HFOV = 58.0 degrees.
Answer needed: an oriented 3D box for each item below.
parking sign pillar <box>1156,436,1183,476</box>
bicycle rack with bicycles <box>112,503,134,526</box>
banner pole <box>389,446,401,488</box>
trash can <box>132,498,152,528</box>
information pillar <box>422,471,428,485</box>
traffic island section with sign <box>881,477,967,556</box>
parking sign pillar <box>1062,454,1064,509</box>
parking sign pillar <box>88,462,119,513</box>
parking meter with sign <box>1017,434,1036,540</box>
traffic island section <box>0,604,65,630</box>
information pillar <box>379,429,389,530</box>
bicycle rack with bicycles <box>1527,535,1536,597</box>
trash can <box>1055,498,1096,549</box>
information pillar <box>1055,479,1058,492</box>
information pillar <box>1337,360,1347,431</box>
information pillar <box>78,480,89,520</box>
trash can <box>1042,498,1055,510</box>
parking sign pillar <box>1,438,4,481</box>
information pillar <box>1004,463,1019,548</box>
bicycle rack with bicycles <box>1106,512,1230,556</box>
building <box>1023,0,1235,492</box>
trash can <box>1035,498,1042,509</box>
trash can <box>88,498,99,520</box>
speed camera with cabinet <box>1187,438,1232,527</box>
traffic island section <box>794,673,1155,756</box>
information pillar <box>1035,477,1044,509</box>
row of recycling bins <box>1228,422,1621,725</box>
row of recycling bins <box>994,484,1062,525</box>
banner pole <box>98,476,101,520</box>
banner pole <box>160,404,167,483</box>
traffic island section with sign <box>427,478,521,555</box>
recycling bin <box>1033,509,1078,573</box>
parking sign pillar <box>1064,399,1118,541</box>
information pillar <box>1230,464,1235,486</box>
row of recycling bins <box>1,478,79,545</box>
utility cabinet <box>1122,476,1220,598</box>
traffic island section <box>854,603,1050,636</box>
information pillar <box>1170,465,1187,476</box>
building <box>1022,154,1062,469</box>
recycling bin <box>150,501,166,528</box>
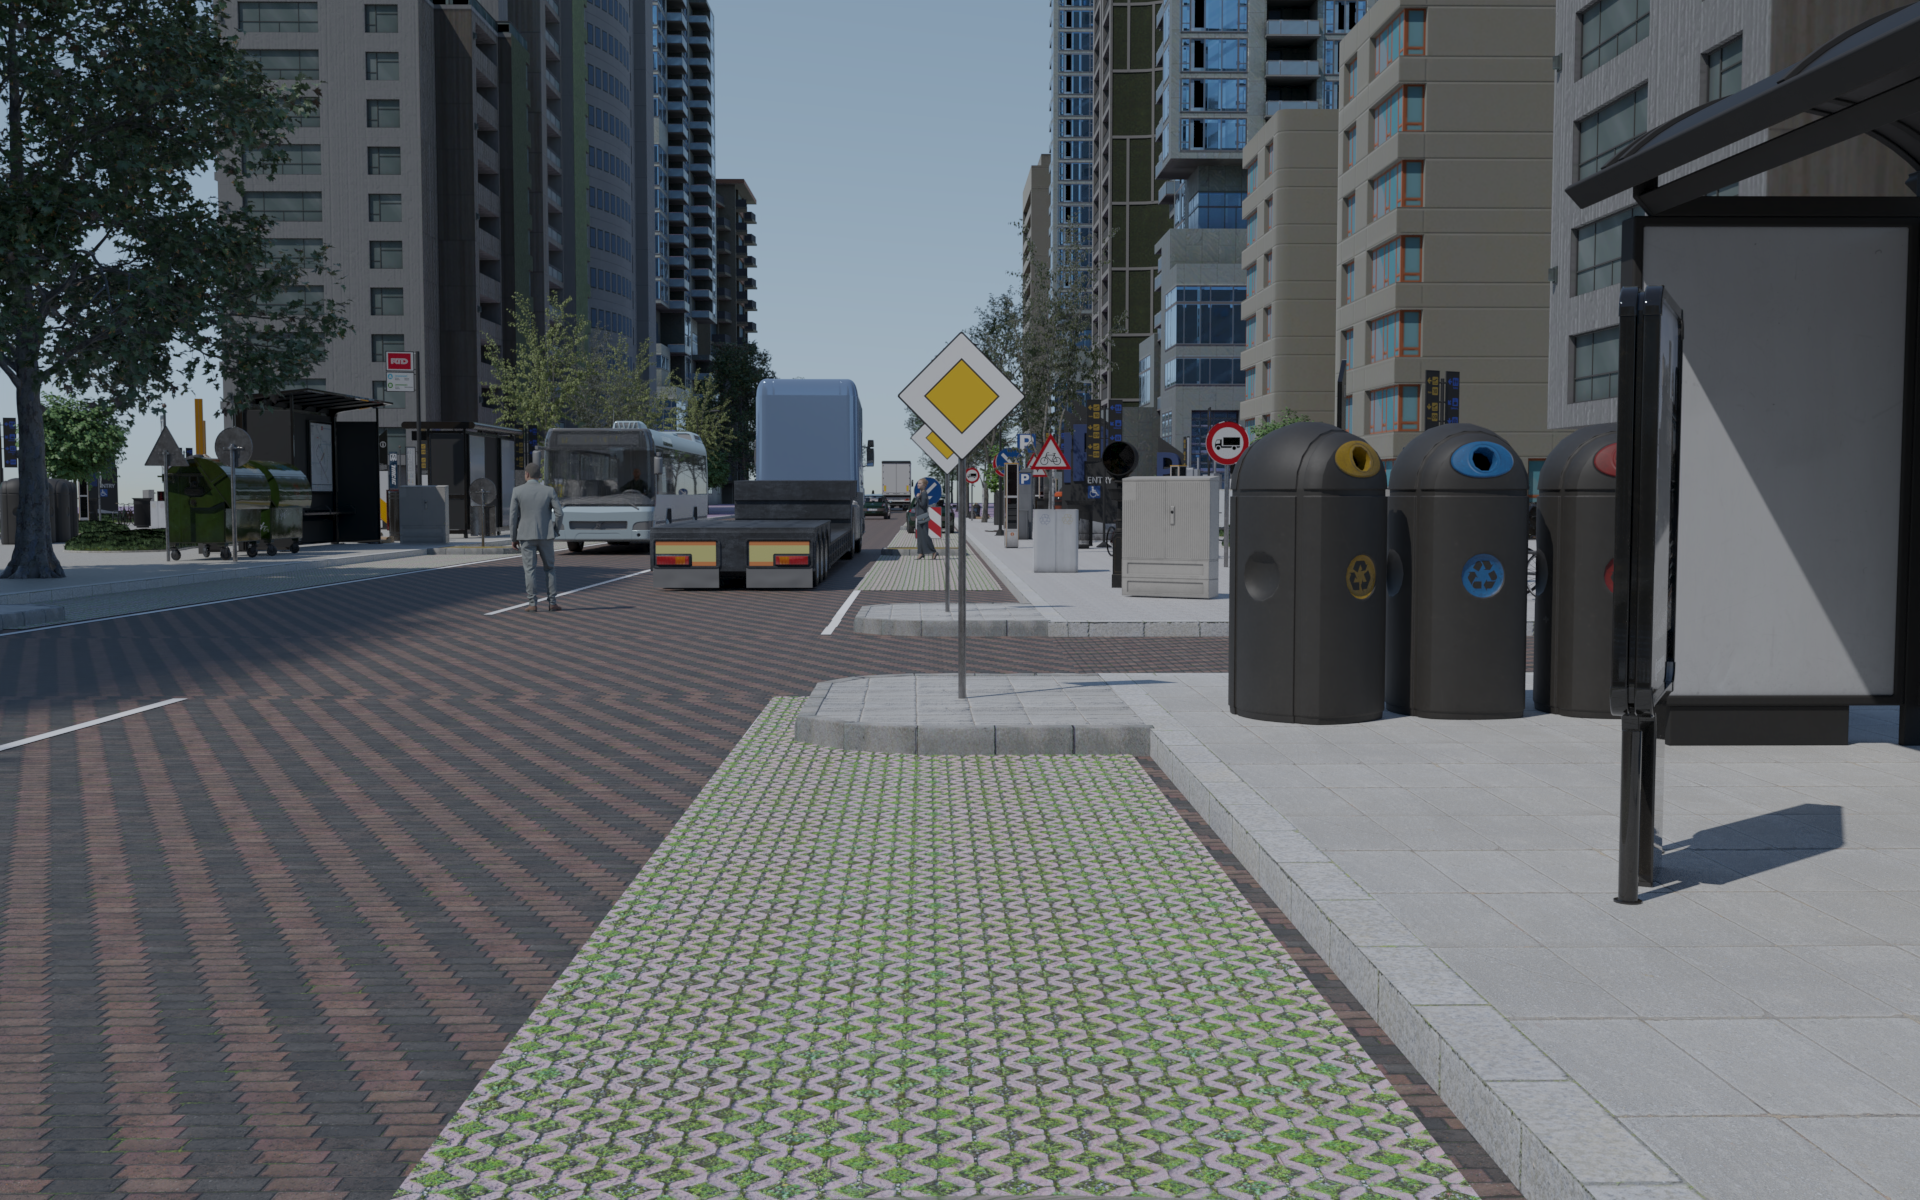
[{"bbox_3d":[9.782,-5.631,80.546,1.447,3.967,1.447,2,4,28],"label":"parking sign pillar"},{"bbox_3d":[-33.064,-3.458,69.926,2.852,0.926,2.925,0,4,8],"label":"bicycle rack with bicycles"},{"bbox_3d":[-29.193,-6.099,89.729,0.863,3.779,0.401,1,4,15],"label":"banner pole"},{"bbox_3d":[-31.093,-3.316,65.866,0.748,1.137,0.748,0,3,0],"label":"trash can"},{"bbox_3d":[-23.128,-5.102,74.766,0.504,3.616,0.183,0,4,-3],"label":"information pillar"},{"bbox_3d":[-0.859,-1.969,40.825,1.989,1.847,2.006,0,4,-1],"label":"traffic island section with sign"},{"bbox_3d":[3.894,-4.048,54.651,1.447,3.967,1.447,1,4,16],"label":"parking sign pillar"},{"bbox_3d":[-40.480,-5.701,81.686,1.447,3.967,1.447,-3,5,-41],"label":"parking sign pillar"},{"bbox_3d":[1.841,-3.242,49.270,0.543,3.016,1.738,0,4,5],"label":"parking meter with sign"},{"bbox_3d":[-11.105,0.221,18.673,2.009,0.180,2.903,0,4,-1],"label":"traffic island section"},{"bbox_3d":[-20.842,-4.348,62.445,0.504,3.616,0.183,0,4,-4],"label":"information pillar"},{"bbox_3d":[7.736,-0.459,20.893,2.852,0.926,2.925,-3,5,-43],"label":"bicycle rack with bicycles"},{"bbox_3d":[2.812,-1.771,40.610,0.748,1.137,0.748,0,3,0],"label":"trash can"},{"bbox_3d":[4.530,-4.819,83.286,0.304,2.012,0.304,1,4,21],"label":"information pillar"},{"bbox_3d":[6.612,-2.367,30.062,0.183,3.616,0.504,1,4,21],"label":"information pillar"},{"bbox_3d":[-30.544,-3.417,60.354,0.304,2.012,0.304,-2,4,-30],"label":"information pillar"},{"bbox_3d":[3.319,-2.896,58.997,0.748,1.137,0.748,0,3,0],"label":"trash can"},{"bbox_3d":[-46.544,-5.777,82.922,1.447,3.967,1.447,-1,4,-21],"label":"parking sign pillar"},{"bbox_3d":[1.216,-2.232,40.987,0.304,2.012,0.304,0,4,-7],"label":"information pillar"},{"bbox_3d":[4.351,-1.298,34.602,2.852,0.926,2.925,-1,4,-9],"label":"bicycle rack with bicycles"},{"bbox_3d":[19.846,-55.189,215.003,22.319,86.520,31.000,0,4,-1],"label":"building"},{"bbox_3d":[3.092,-3.124,62.727,0.748,1.137,0.748,0,3,0],"label":"trash can"},{"bbox_3d":[-31.883,-3.164,63.380,0.748,1.137,0.748,0,3,0],"label":"trash can"},{"bbox_3d":[8.731,-4.063,60.768,2.038,3.252,0.660,1,4,18],"label":"speed camera with cabinet"},{"bbox_3d":[0.034,0.697,10.890,2.009,0.180,2.903,0,4,-1],"label":"traffic island section"},{"bbox_3d":[3.061,-3.840,67.270,0.304,2.012,0.304,3,5,40],"label":"information pillar"},{"bbox_3d":[3.330,-0.185,10.142,3.534,1.692,1.069,0,4,-5],"label":"row of recycling bins"},{"bbox_3d":[3.146,-3.930,71.374,3.534,1.692,1.069,0,4,3],"label":"row of recycling bins"},{"bbox_3d":[-36.474,-5.102,73.438,0.401,3.779,0.863,-1,4,-19],"label":"banner pole"},{"bbox_3d":[-22.136,-3.558,48.189,0.401,3.779,0.863,-2,4,-35],"label":"banner pole"},{"bbox_3d":[-11.539,-2.015,41.574,1.989,1.847,2.006,0,4,-1],"label":"traffic island section with sign"},{"bbox_3d":[1.570,-0.976,28.505,0.722,1.027,0.722,0,4,1],"label":"recycling bin"},{"bbox_3d":[3.752,-3.661,48.329,1.447,3.967,1.447,1,4,8],"label":"parking sign pillar"},{"bbox_3d":[14.709,-6.242,93.413,0.183,3.616,0.504,-1,4,-18],"label":"information pillar"},{"bbox_3d":[-24.080,-2.344,45.434,1.069,1.692,3.534,0,4,-7],"label":"row of recycling bins"},{"bbox_3d":[2.586,-0.775,21.353,1.173,1.500,0.318,2,4,32],"label":"utility cabinet"},{"bbox_3d":[-0.116,0.208,18.873,2.009,0.180,2.903,0,4,-1],"label":"traffic island section"},{"bbox_3d":[5.581,-2.433,44.277,0.304,2.012,0.304,-3,5,-40],"label":"information pillar"},{"bbox_3d":[19.956,-37.852,242.584,21.300,48.544,21.600,0,4,-1],"label":"building"},{"bbox_3d":[-28.295,-3.006,61.705,0.722,1.027,0.722,1,4,19],"label":"recycling bin"}]
